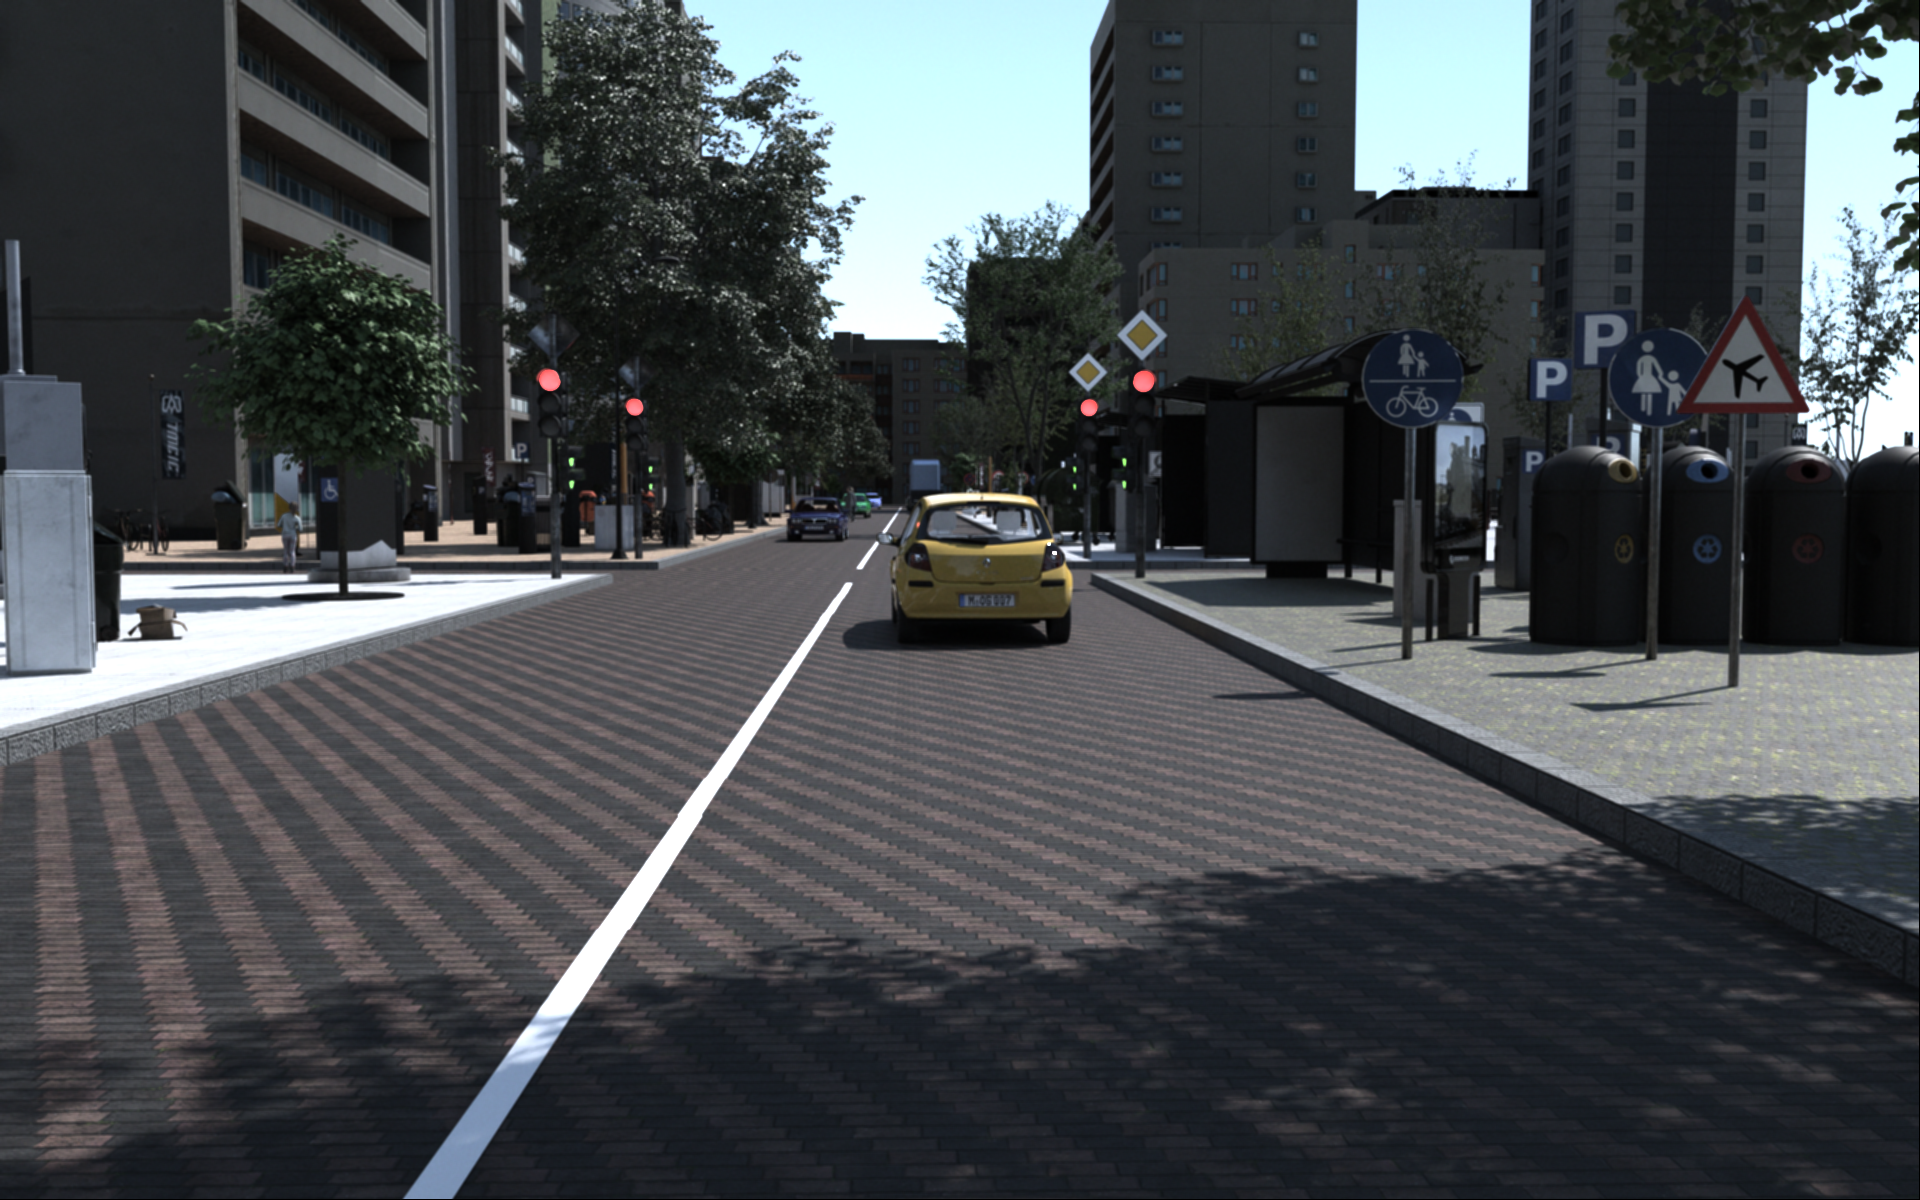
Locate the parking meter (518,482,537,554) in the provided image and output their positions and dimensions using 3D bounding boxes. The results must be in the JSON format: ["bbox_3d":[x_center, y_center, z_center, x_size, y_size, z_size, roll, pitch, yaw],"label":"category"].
[{"bbox_3d":[-9.241,-1.748,36.996,0.372,1.533,0.369,0,3,0],"label":"parking meter"}]

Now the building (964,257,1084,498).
[{"bbox_3d":[7.757,-27.049,213.953,14.107,30.474,14.160,0,4,-2],"label":"building"}]

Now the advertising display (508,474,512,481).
[{"bbox_3d":[-14.359,-3.066,55.340,0.123,1.923,0.974,-1,4,-15],"label":"advertising display"}]

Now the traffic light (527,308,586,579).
[{"bbox_3d":[-6.112,-2.279,26.184,0.839,4.253,0.868,0,4,-2],"label":"traffic light"}]

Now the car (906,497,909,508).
[{"bbox_3d":[-4.683,-10.295,180.677,2.083,1.381,4.827,0,4,-3],"label":"car"}]

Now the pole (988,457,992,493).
[{"bbox_3d":[1.633,-6.153,94.443,0.158,3.312,0.155,0,3,0],"label":"pole"}]

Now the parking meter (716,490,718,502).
[{"bbox_3d":[-13.573,-5.461,97.705,0.372,1.533,0.369,0,3,0],"label":"parking meter"}]

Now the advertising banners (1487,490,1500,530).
[{"bbox_3d":[18.846,-4.044,62.300,2.074,3.025,0.090,2,4,25],"label":"advertising banners"}]

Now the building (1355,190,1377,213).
[{"bbox_3d":[50.750,-32.562,224.269,23.993,40.220,32.217,0,4,-2],"label":"building"}]

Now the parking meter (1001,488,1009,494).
[{"bbox_3d":[1.988,-4.152,76.298,0.372,1.533,0.369,0,3,0],"label":"parking meter"}]

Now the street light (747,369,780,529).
[{"bbox_3d":[-7.164,-5.600,64.097,1.470,5.913,1.316,0,4,-2],"label":"street light"}]

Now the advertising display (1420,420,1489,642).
[{"bbox_3d":[4.375,-0.618,15.321,0.123,1.923,0.974,3,5,44],"label":"advertising display"}]

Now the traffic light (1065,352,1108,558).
[{"bbox_3d":[2.516,-2.784,34.434,0.839,4.253,0.868,0,4,-2],"label":"traffic light"}]

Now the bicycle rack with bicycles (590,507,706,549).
[{"bbox_3d":[-7.659,-1.743,41.886,2.852,0.926,2.925,0,4,-8],"label":"bicycle rack with bicycles"}]

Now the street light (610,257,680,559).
[{"bbox_3d":[-6.192,-3.763,34.061,1.470,5.913,1.316,0,4,-2],"label":"street light"}]

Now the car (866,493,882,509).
[{"bbox_3d":[-8.388,-9.482,164.615,1.945,1.707,3.694,0,3,0],"label":"car"}]

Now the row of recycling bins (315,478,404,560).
[{"bbox_3d":[-12.173,-1.711,35.090,1.069,1.692,3.534,0,4,-1],"label":"row of recycling bins"}]

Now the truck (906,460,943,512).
[{"bbox_3d":[-2.400,-8.559,129.701,2.967,4.110,18.799,0,4,-3],"label":"truck"}]

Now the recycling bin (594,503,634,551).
[{"bbox_3d":[-7.852,-1.638,39.336,0.722,1.027,0.722,0,4,7],"label":"recycling bin"}]

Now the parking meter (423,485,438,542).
[{"bbox_3d":[-14.336,-2.354,46.902,0.372,1.533,0.369,0,3,0],"label":"parking meter"}]

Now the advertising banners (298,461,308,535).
[{"bbox_3d":[-15.034,-2.746,41.088,2.074,3.025,0.090,1,4,12],"label":"advertising banners"}]

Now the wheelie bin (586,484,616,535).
[{"bbox_3d":[-11.238,-2.816,53.951,0.980,1.594,0.693,3,5,42],"label":"wheelie bin"}]

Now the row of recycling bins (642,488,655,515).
[{"bbox_3d":[-19.317,-6.041,105.891,1.069,1.692,3.534,0,4,6],"label":"row of recycling bins"}]

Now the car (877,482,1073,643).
[{"bbox_3d":[0.141,-0.484,18.141,2.015,1.641,3.980,0,4,-3],"label":"car"}]

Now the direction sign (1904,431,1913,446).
[{"bbox_3d":[34.378,-4.333,62.849,0.876,3.537,0.379,-3,5,-44],"label":"direction sign"}]

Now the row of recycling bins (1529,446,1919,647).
[{"bbox_3d":[6.717,-0.478,14.934,3.534,1.692,1.069,0,4,1],"label":"row of recycling bins"}]

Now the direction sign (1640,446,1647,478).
[{"bbox_3d":[32.502,-5.484,81.657,0.876,3.537,0.379,2,4,35],"label":"direction sign"}]

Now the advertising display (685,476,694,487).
[{"bbox_3d":[-10.055,-3.496,62.376,0.974,1.923,0.123,-2,4,-31],"label":"advertising display"}]

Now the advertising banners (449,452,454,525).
[{"bbox_3d":[-21.189,-4.643,72.093,0.090,3.025,2.074,-1,4,-13],"label":"advertising banners"}]

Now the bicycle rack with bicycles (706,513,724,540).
[{"bbox_3d":[-8.227,-2.067,47.172,2.925,0.926,2.852,1,4,15],"label":"bicycle rack with bicycles"}]

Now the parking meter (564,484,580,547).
[{"bbox_3d":[-9.390,-2.048,41.892,0.372,1.533,0.369,0,3,0],"label":"parking meter"}]

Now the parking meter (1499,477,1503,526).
[{"bbox_3d":[15.871,-2.722,50.218,0.399,1.863,0.255,0,4,-4],"label":"parking meter"}]

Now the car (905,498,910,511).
[{"bbox_3d":[-3.705,-8.502,150.802,2.131,1.459,4.920,0,4,-2],"label":"car"}]

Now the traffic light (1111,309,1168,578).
[{"bbox_3d":[2.745,-2.296,26.453,0.839,4.253,0.868,0,4,-2],"label":"traffic light"}]

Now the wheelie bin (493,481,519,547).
[{"bbox_3d":[-10.924,-2.096,42.170,0.980,1.594,0.693,3,5,42],"label":"wheelie bin"}]

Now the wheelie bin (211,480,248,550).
[{"bbox_3d":[-16.740,-1.944,39.692,0.693,1.594,0.980,-1,4,-13],"label":"wheelie bin"}]

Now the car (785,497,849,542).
[{"bbox_3d":[-4.380,-2.503,53.503,1.945,1.354,3.894,0,4,-1],"label":"car"}]

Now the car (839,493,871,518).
[{"bbox_3d":[-6.306,-5.809,103.766,1.959,1.807,4.718,0,3,0],"label":"car"}]

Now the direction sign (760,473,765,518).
[{"bbox_3d":[-10.468,-6.077,91.356,0.379,3.537,0.876,-2,4,-26],"label":"direction sign"}]

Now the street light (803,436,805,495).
[{"bbox_3d":[-7.913,-7.407,93.647,1.470,5.913,1.316,0,4,-2],"label":"street light"}]

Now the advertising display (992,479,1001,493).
[{"bbox_3d":[1.549,-4.153,73.119,0.123,1.923,0.974,-1,4,-15],"label":"advertising display"}]

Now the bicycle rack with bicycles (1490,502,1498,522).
[{"bbox_3d":[25.225,-4.091,80.274,2.925,0.926,2.852,0,4,4],"label":"bicycle rack with bicycles"}]

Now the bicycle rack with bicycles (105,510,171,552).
[{"bbox_3d":[-19.197,-1.568,39.025,2.852,0.926,2.925,-2,4,-30],"label":"bicycle rack with bicycles"}]

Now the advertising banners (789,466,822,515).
[{"bbox_3d":[-9.540,-6.770,106.871,2.074,3.025,0.090,0,4,-6],"label":"advertising banners"}]

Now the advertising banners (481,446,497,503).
[{"bbox_3d":[-16.562,-4.137,63.820,2.074,3.025,0.090,-1,4,-11],"label":"advertising banners"}]

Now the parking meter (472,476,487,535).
[{"bbox_3d":[-15.217,-3.006,54.862,0.399,1.863,0.255,-3,5,-41],"label":"parking meter"}]

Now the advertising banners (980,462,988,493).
[{"bbox_3d":[1.636,-6.078,95.566,0.090,3.025,2.074,3,4,37],"label":"advertising banners"}]

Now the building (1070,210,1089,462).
[{"bbox_3d":[26.593,-32.518,223.552,23.993,40.220,32.217,0,4,-2],"label":"building"}]

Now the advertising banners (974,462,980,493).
[{"bbox_3d":[0.833,-5.889,92.480,0.090,3.025,2.074,0,4,4],"label":"advertising banners"}]

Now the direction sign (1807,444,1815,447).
[{"bbox_3d":[38.498,-5.321,78.992,0.876,3.537,0.379,0,4,-3],"label":"direction sign"}]

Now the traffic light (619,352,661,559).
[{"bbox_3d":[-6.341,-2.767,34.165,0.839,4.253,0.868,0,4,-2],"label":"traffic light"}]

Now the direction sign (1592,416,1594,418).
[{"bbox_3d":[18.399,-3.576,50.457,0.379,3.537,0.876,1,4,22],"label":"direction sign"}]

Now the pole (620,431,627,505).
[{"bbox_3d":[-10.810,-3.782,55.675,0.158,3.312,0.155,0,3,0],"label":"pole"}]

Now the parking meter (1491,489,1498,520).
[{"bbox_3d":[26.545,-4.744,85.967,0.372,1.533,0.369,0,3,0],"label":"parking meter"}]
